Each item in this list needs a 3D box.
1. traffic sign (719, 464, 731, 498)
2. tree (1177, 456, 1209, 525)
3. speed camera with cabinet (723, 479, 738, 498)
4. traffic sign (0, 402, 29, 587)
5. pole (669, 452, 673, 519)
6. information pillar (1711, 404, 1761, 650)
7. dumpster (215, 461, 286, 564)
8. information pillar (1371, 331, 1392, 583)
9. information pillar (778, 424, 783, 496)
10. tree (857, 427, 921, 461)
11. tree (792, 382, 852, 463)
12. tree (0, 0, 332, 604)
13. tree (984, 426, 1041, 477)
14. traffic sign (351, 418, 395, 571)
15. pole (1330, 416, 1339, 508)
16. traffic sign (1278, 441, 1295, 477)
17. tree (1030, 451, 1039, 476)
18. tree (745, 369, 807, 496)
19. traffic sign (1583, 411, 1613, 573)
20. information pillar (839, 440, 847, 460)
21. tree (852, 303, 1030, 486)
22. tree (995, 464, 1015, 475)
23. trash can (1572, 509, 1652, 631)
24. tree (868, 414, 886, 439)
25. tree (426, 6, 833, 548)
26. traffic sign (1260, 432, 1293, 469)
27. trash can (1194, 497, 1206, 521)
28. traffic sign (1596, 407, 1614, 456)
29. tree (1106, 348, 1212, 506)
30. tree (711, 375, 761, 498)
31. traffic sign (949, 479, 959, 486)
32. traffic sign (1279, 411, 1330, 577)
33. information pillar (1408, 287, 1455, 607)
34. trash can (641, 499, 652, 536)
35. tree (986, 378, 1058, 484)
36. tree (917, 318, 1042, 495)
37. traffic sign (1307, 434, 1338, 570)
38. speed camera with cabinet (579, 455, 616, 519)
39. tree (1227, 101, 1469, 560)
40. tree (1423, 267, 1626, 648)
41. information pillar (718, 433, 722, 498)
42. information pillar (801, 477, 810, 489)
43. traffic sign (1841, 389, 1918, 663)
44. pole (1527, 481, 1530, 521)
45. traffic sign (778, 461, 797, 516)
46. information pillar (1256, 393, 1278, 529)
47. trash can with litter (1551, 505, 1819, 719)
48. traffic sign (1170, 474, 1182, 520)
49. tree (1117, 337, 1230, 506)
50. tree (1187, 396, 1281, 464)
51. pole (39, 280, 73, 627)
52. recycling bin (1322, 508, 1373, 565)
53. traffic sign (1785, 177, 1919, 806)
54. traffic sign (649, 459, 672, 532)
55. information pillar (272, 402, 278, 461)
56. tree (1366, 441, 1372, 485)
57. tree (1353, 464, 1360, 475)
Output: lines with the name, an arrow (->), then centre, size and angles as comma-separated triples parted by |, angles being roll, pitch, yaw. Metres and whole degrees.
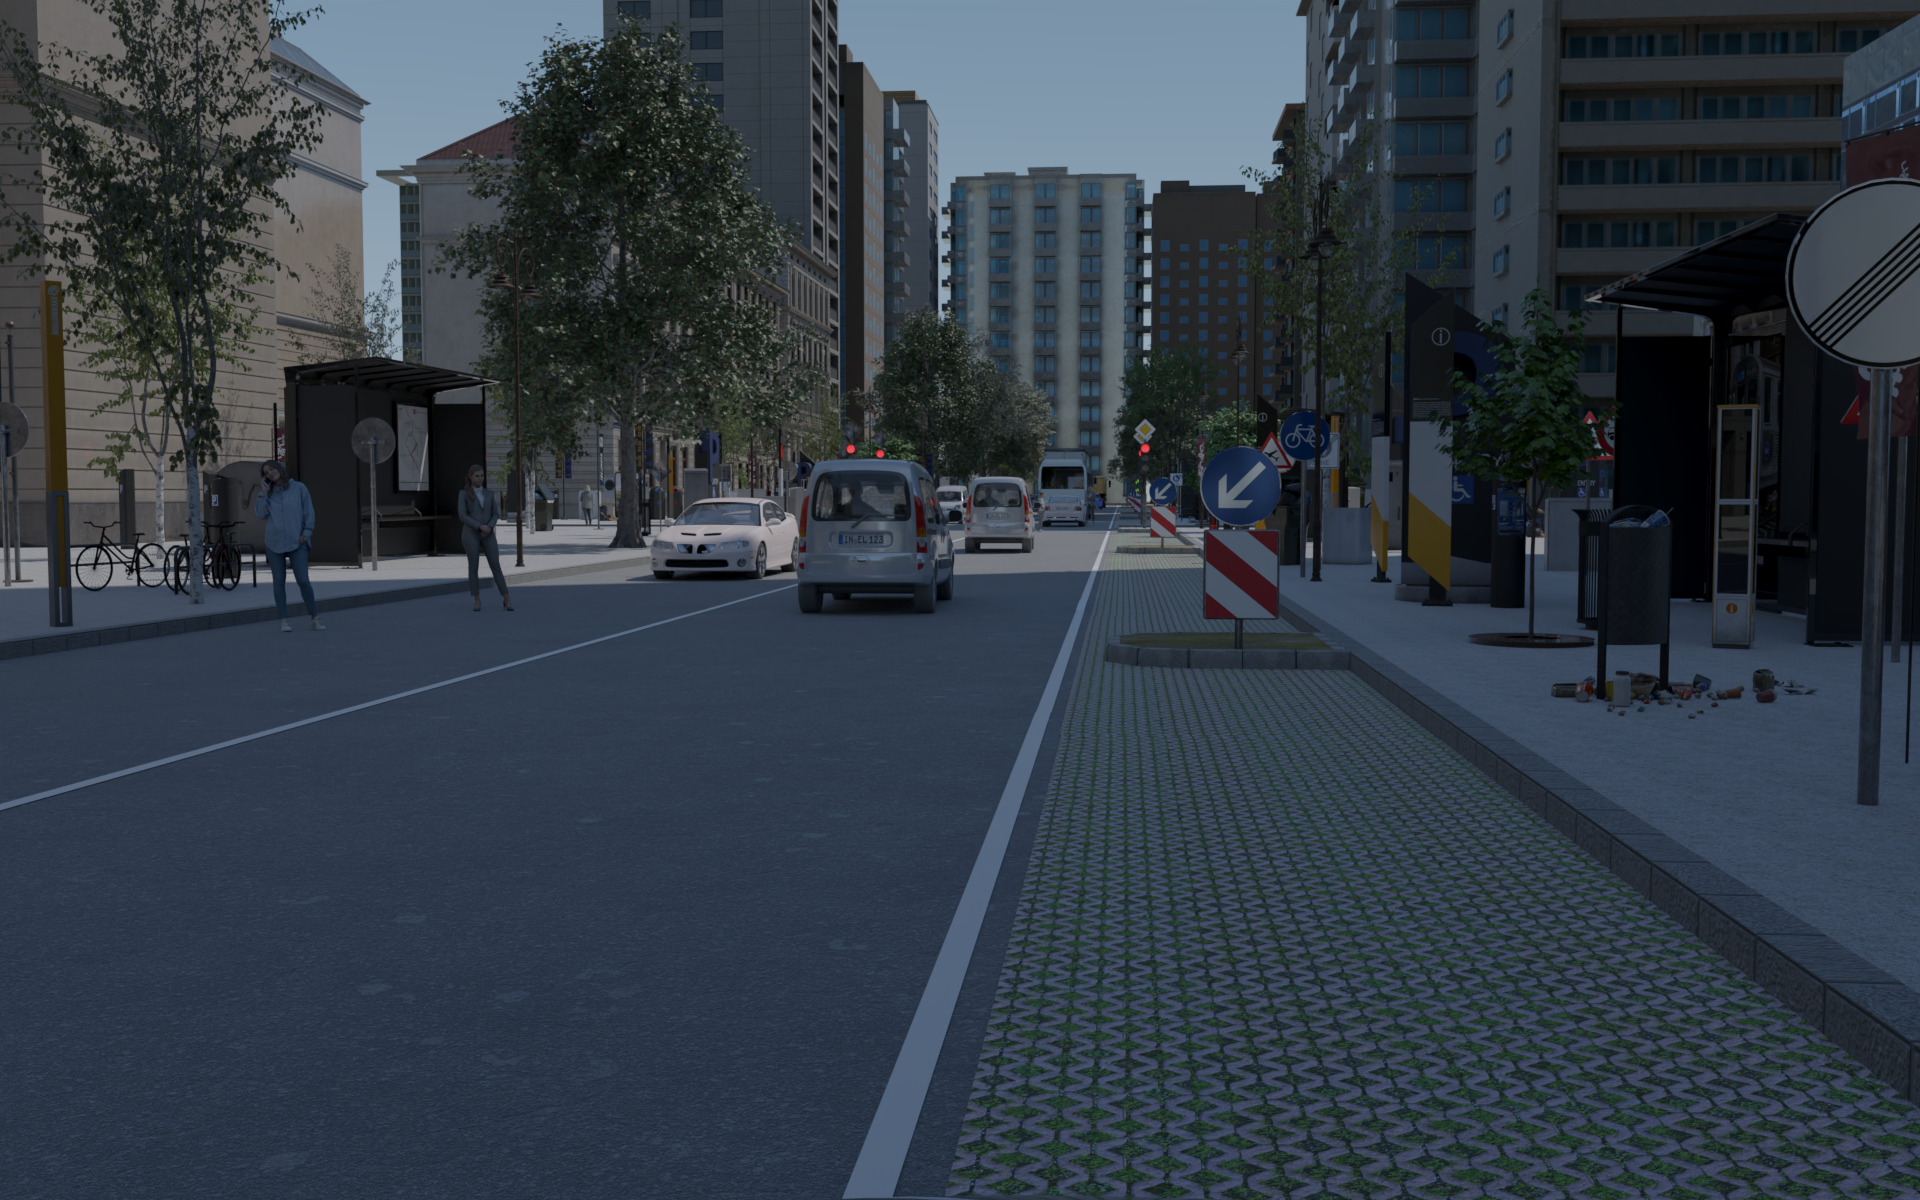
traffic sign -> -8.128, -3.498, 59.328 | 0.606, 2.300, 0.079 | 1, 4, 13
tree -> 10.845, -5.072, 77.535 | 1.663, 3.219, 1.824 | 0, 3, 0
speed camera with cabinet -> -11.888, -5.862, 90.173 | 0.660, 3.252, 2.038 | -3, 5, -44
traffic sign -> -13.205, -1.458, 23.945 | 0.768, 2.556, 0.104 | 1, 4, 13
pole -> -12.711, -5.031, 76.096 | 0.158, 3.312, 0.155 | 0, 3, 0
information pillar -> 6.458, -0.607, 14.412 | 0.304, 2.012, 0.304 | 2, 4, 30
dumpster -> -12.323, -1.541, 30.954 | 1.264, 1.857, 1.865 | 0, 4, 5
information pillar -> 6.119, -2.069, 25.181 | 0.183, 3.616, 0.504 | 0, 4, -8
information pillar -> -5.865, -3.995, 56.669 | 0.183, 3.616, 0.504 | 0, 4, 1
tree -> -3.616, -6.203, 85.126 | 4.285, 4.588, 4.351 | 0, 3, 0
tree -> -8.913, -9.999, 113.841 | 4.737, 8.622, 4.395 | 0, 3, 0
tree -> -9.074, -4.247, 19.801 | 4.360, 8.622, 3.978 | 0, 3, 0
tree -> 6.767, -16.395, 202.467 | 7.601, 10.594, 8.767 | 1, 4, 21
traffic sign -> -9.800, -1.763, 28.927 | 0.768, 2.556, 0.104 | 0, 4, 6
pole -> 9.806, -3.150, 45.347 | 0.158, 3.312, 0.155 | 0, 3, 0
traffic sign -> 7.617, -2.524, 41.379 | 0.768, 2.556, 0.104 | 1, 4, 9
tree -> 1.992, -14.153, 148.404 | 9.611, 12.733, 9.660 | 0, 3, 0
tree -> -11.112, -9.268, 101.899 | 4.360, 8.622, 3.978 | 0, 3, 0
traffic sign -> 9.873, -1.665, 27.234 | 0.884, 2.594, 0.081 | 1, 4, 11
information pillar -> -5.105, -5.163, 75.764 | 0.504, 3.616, 0.183 | 3, 5, 44
tree -> -1.905, -11.428, 103.858 | 9.611, 12.733, 9.660 | 0, 3, 0
tree -> 4.434, -13.536, 171.680 | 4.737, 8.622, 4.395 | 0, 3, 0
trash can -> 6.167, -0.289, 16.380 | 0.748, 1.137, 0.748 | 0, 3, 0
tree -> -5.691, -11.899, 144.902 | 4.360, 8.622, 3.978 | 0, 3, 0
tree -> -7.955, -7.603, 41.314 | 9.611, 12.733, 9.660 | 0, 3, 0
traffic sign -> 6.512, -2.218, 36.271 | 0.884, 2.594, 0.081 | 1, 4, 9
trash can -> 11.672, -4.418, 83.884 | 0.748, 1.137, 0.748 | 0, 3, 0
traffic sign -> 9.463, -1.508, 24.769 | 0.768, 2.556, 0.104 | 0, 4, 7
tree -> 15.873, -13.369, 135.588 | 9.611, 12.733, 9.660 | 0, 3, 0
tree -> -13.073, -8.979, 97.170 | 4.737, 8.622, 4.395 | 0, 3, 0
traffic sign -> -0.381, -6.619, 110.346 | 0.606, 2.300, 0.079 | 1, 4, 10
traffic sign -> 5.281, -1.620, 26.601 | 0.768, 2.556, 0.104 | 0, 4, 6
information pillar -> 5.398, -1.739, 19.787 | 0.504, 3.616, 0.183 | 1, 4, 17
trash can -> -9.781, -2.535, 53.096 | 0.748, 1.137, 0.748 | 0, 3, 0
tree -> 6.253, -17.328, 189.966 | 9.857, 13.997, 8.962 | 0, 3, 0
tree -> 0.484, -12.830, 120.132 | 12.009, 13.543, 11.850 | 0, 3, 0
traffic sign -> 6.035, -1.645, 29.021 | 0.606, 2.300, 0.079 | 1, 4, 12
speed camera with cabinet -> -18.340, -5.733, 88.063 | 2.038, 3.252, 0.660 | 1, 4, 13
tree -> 7.293, -5.064, 33.163 | 4.737, 8.622, 4.395 | 0, 3, 0
tree -> 5.035, -1.240, 14.868 | 1.663, 3.219, 1.824 | 0, 3, 0
information pillar -> -9.316, -4.576, 66.179 | 0.504, 3.616, 0.183 | -1, 4, -13
information pillar -> -7.691, -4.988, 86.038 | 0.304, 2.012, 0.304 | -2, 4, -28
traffic sign -> 7.130, -0.803, 13.125 | 0.884, 2.594, 0.081 | 1, 4, 12
pole -> 26.083, -5.246, 79.621 | 0.158, 3.312, 0.155 | 0, 3, 0
traffic sign -> -6.560, -4.023, 65.883 | 0.768, 2.556, 0.104 | 1, 4, 12
information pillar -> 7.096, -2.985, 40.158 | 0.504, 3.616, 0.183 | 1, 4, 21
trash can with litter -> 4.638, 0.009, 10.917 | 2.233, 1.210, 1.678 | -1, 4, -21
traffic sign -> 10.749, -5.137, 86.114 | 0.606, 2.300, 0.079 | 1, 4, 12
tree -> 14.273, -11.643, 116.112 | 9.928, 11.665, 9.643 | 0, 3, 0
tree -> 9.354, -4.560, 58.275 | 4.285, 4.588, 4.351 | 0, 3, 0
pole -> -8.708, -1.397, 16.681 | 0.158, 3.312, 0.155 | 0, 3, 0
recycling bin -> 7.115, -1.176, 31.786 | 0.722, 1.027, 0.722 | 2, 4, 34
traffic sign -> 3.756, -0.427, 7.088 | 0.768, 2.556, 0.104 | 1, 4, 13
traffic sign -> -9.845, -3.409, 56.928 | 0.795, 2.450, 0.064 | 1, 4, 10
information pillar -> -17.594, -3.254, 44.554 | 0.183, 3.616, 0.504 | -2, 4, -25
tree -> 21.629, -6.260, 86.065 | 4.285, 4.588, 4.351 | 0, 3, 0
tree -> 21.201, -6.052, 93.558 | 1.663, 3.219, 1.824 | 0, 3, 0
